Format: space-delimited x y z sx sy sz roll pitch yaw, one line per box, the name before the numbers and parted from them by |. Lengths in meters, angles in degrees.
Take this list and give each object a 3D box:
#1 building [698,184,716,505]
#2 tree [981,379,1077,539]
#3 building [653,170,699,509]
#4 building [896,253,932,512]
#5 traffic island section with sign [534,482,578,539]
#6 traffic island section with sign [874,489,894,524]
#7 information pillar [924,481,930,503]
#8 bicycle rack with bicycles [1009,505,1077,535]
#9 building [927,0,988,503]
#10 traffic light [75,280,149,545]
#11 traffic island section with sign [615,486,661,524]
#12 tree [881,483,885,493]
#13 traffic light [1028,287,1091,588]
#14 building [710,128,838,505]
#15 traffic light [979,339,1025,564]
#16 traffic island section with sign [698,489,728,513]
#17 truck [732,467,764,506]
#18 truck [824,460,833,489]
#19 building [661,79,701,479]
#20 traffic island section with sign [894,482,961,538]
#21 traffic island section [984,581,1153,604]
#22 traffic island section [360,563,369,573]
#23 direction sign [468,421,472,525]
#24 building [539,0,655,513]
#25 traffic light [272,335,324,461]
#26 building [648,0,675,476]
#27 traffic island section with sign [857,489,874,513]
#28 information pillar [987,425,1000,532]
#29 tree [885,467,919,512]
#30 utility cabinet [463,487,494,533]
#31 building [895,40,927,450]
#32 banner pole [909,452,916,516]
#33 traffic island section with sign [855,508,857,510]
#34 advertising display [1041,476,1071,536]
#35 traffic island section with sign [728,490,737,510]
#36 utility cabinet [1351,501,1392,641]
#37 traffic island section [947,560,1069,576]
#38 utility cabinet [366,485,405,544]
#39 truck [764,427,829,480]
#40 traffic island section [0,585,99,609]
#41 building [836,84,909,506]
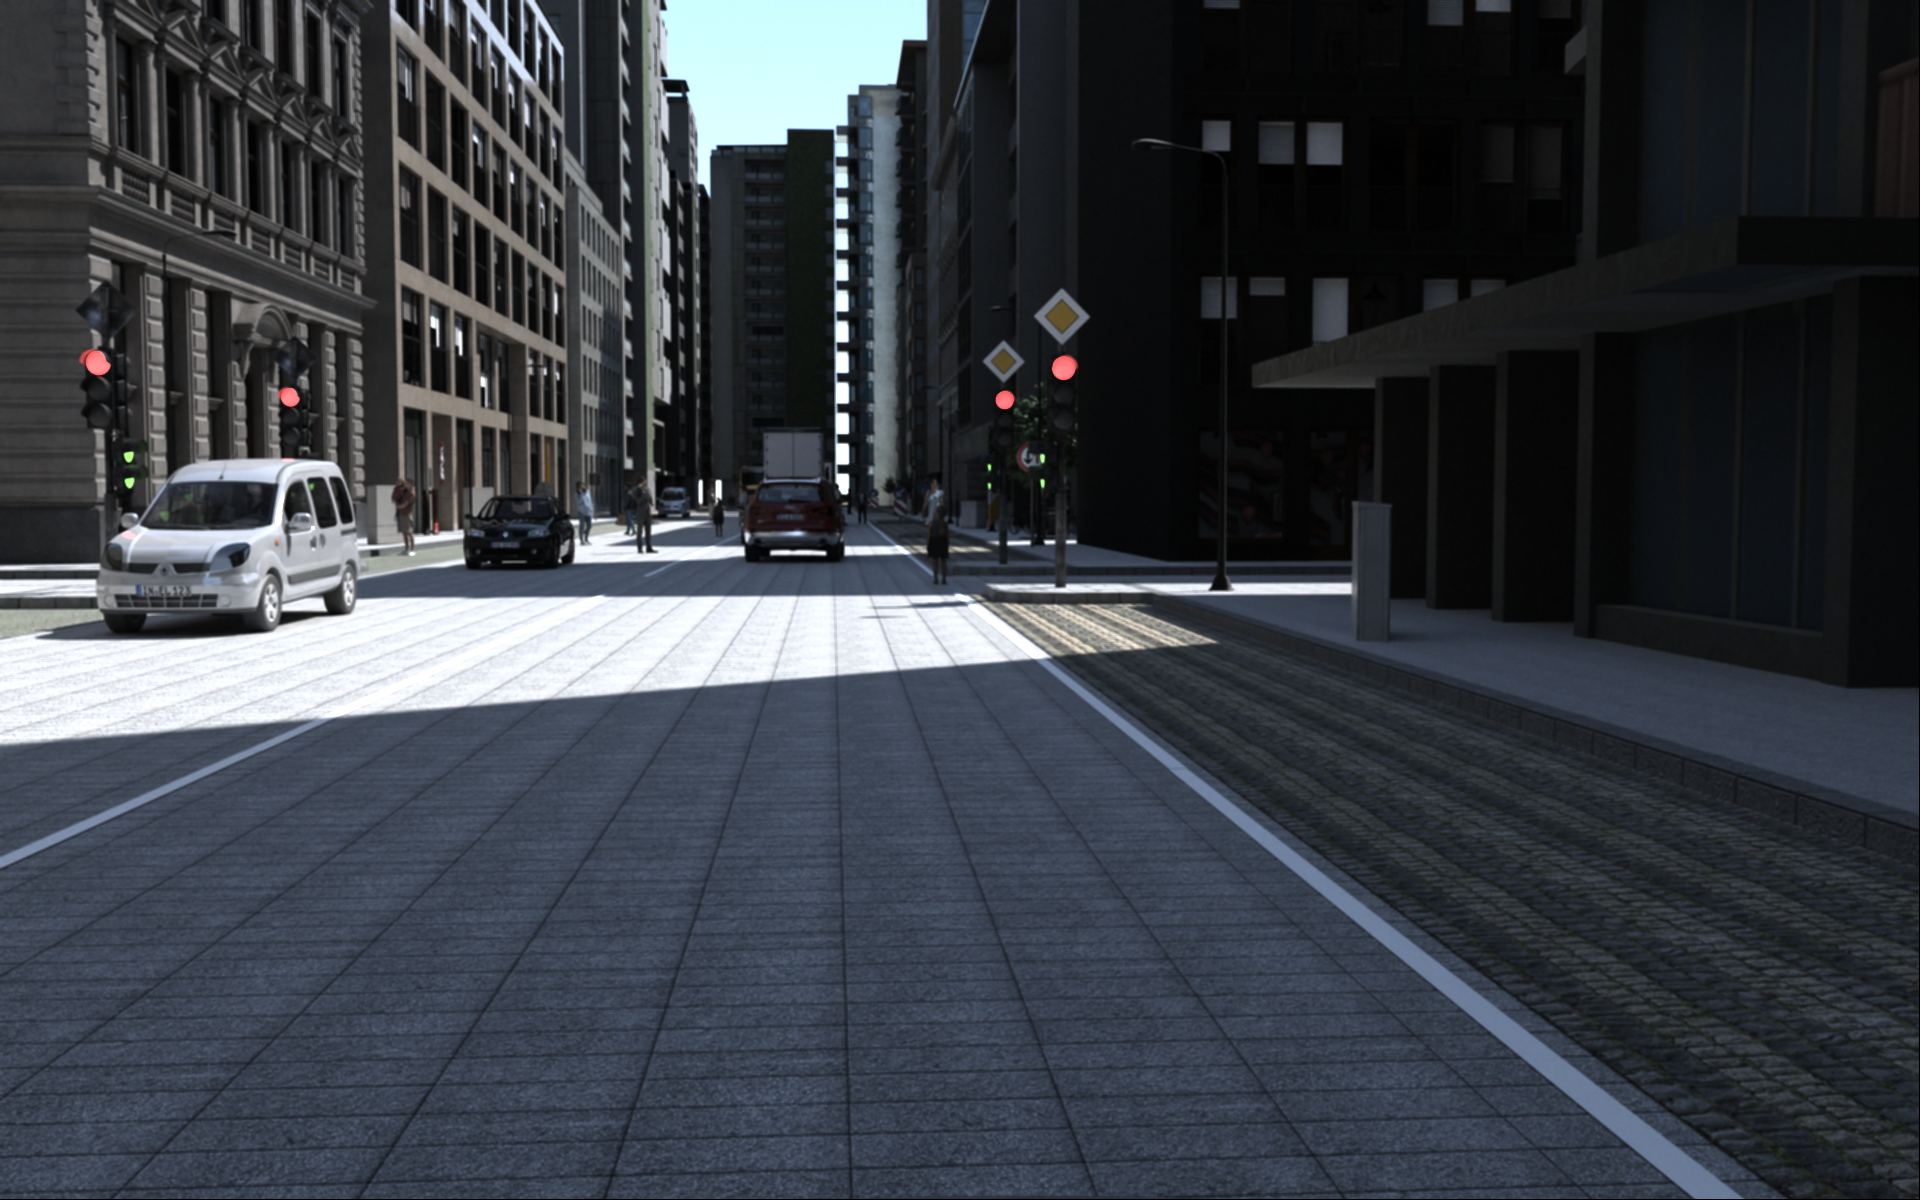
building | -40.833 -31.346 204.383 23.993 40.220 32.217 0 4 -4
tree | 2.324 -4.027 49.559 4.285 4.588 4.351 0 3 0
building | -30.859 -23.353 153.515 14.160 30.474 14.107 0 4 -4
building | 9.212 -18.022 139.693 27.650 21.520 28.899 0 4 -4
traffic island section with sign | -13.298 -2.861 55.403 1.989 1.847 2.006 0 4 -4
traffic island section with sign | -3.017 -4.583 83.552 1.989 1.847 2.006 0 4 -4
information pillar | -1.813 -5.555 95.311 0.304 2.012 0.304 0 4 5
bicycle rack with bicycles | 2.815 -2.555 55.157 2.925 0.926 2.852 -2 4 -30
building | 5.053 -28.539 116.719 14.600 45.320 14.200 0 4 -4
traffic light | -11.163 -2.069 22.749 0.839 4.253 0.868 0 4 -4
traffic island section with sign | -15.290 -4.507 82.315 1.989 1.847 2.006 0 4 -4
tree | -6.605 -10.185 161.127 1.663 3.219 1.824 0 3 0
traffic light | 1.363 -2.127 23.690 0.839 4.253 0.868 0 4 -4
building | -21.060 -31.387 196.767 14.086 41.232 14.154 0 4 -4
traffic light | 0.772 -2.614 31.653 0.839 4.253 0.868 0 4 -4
traffic island section with sign | -19.046 -7.604 132.955 1.989 1.847 2.006 0 4 -4
truck | -14.407 -7.894 124.987 3.469 3.379 9.791 0 4 -3
truck | -12.071 -9.626 146.293 2.839 4.237 11.283 0 4 -5
building | -33.275 -29.935 173.035 14.086 41.232 14.154 0 4 -4
traffic island section with sign | -1.029 -2.932 56.564 1.989 1.847 2.006 0 4 -4
traffic island section | 1.403 -0.093 23.807 2.009 0.180 2.903 0 4 -4
traffic island section | -11.795 -0.524 30.843 2.009 0.180 2.903 0 4 -4
direction sign | -15.279 -3.796 54.068 0.379 3.537 0.876 -1 4 -20
building | -27.612 -26.173 111.525 14.154 41.232 14.086 0 4 -4
traffic light | -11.754 -2.556 30.712 0.839 4.253 0.868 0 4 -4
building | -36.562 -33.155 131.320 28.713 52.752 27.495 0 4 -4
traffic island section with sign | -6.720 -7.624 133.287 1.989 1.847 2.006 0 4 -4
information pillar | 1.151 -4.150 59.211 0.504 3.616 0.183 -3 5 -45
tree | -3.939 -7.884 123.498 1.663 3.219 1.824 0 3 0
utility cabinet | -15.820 -2.948 56.884 0.318 1.500 1.173 2 4 24
building | 4.996 -31.381 167.697 22.147 44.769 28.867 0 4 -4
banner pole | -2.777 -6.905 102.909 0.401 3.779 0.863 -1 4 -19
traffic island section with sign | -8.715 -9.269 160.169 1.989 1.847 2.006 0 4 -4
advertising display | 2.915 -2.945 53.365 0.974 1.923 0.123 1 4 9
traffic island section with sign | -21.092 -9.289 160.497 1.989 1.847 2.006 0 4 -4
utility cabinet | 3.696 -0.269 15.556 0.306 1.237 1.020 1 4 10
traffic island section | 0.813 -0.580 31.770 2.009 0.180 2.903 0 4 -4
utility cabinet | -14.627 -2.168 44.121 0.318 1.500 1.173 1 4 18
truck | -7.384 -5.472 78.378 2.839 4.237 11.283 0 4 -4
traffic island section | -11.204 -0.037 22.880 2.009 0.180 2.903 0 4 -4
building | 0.801 -35.674 202.881 30.456 49.044 23.786 0 4 -4
